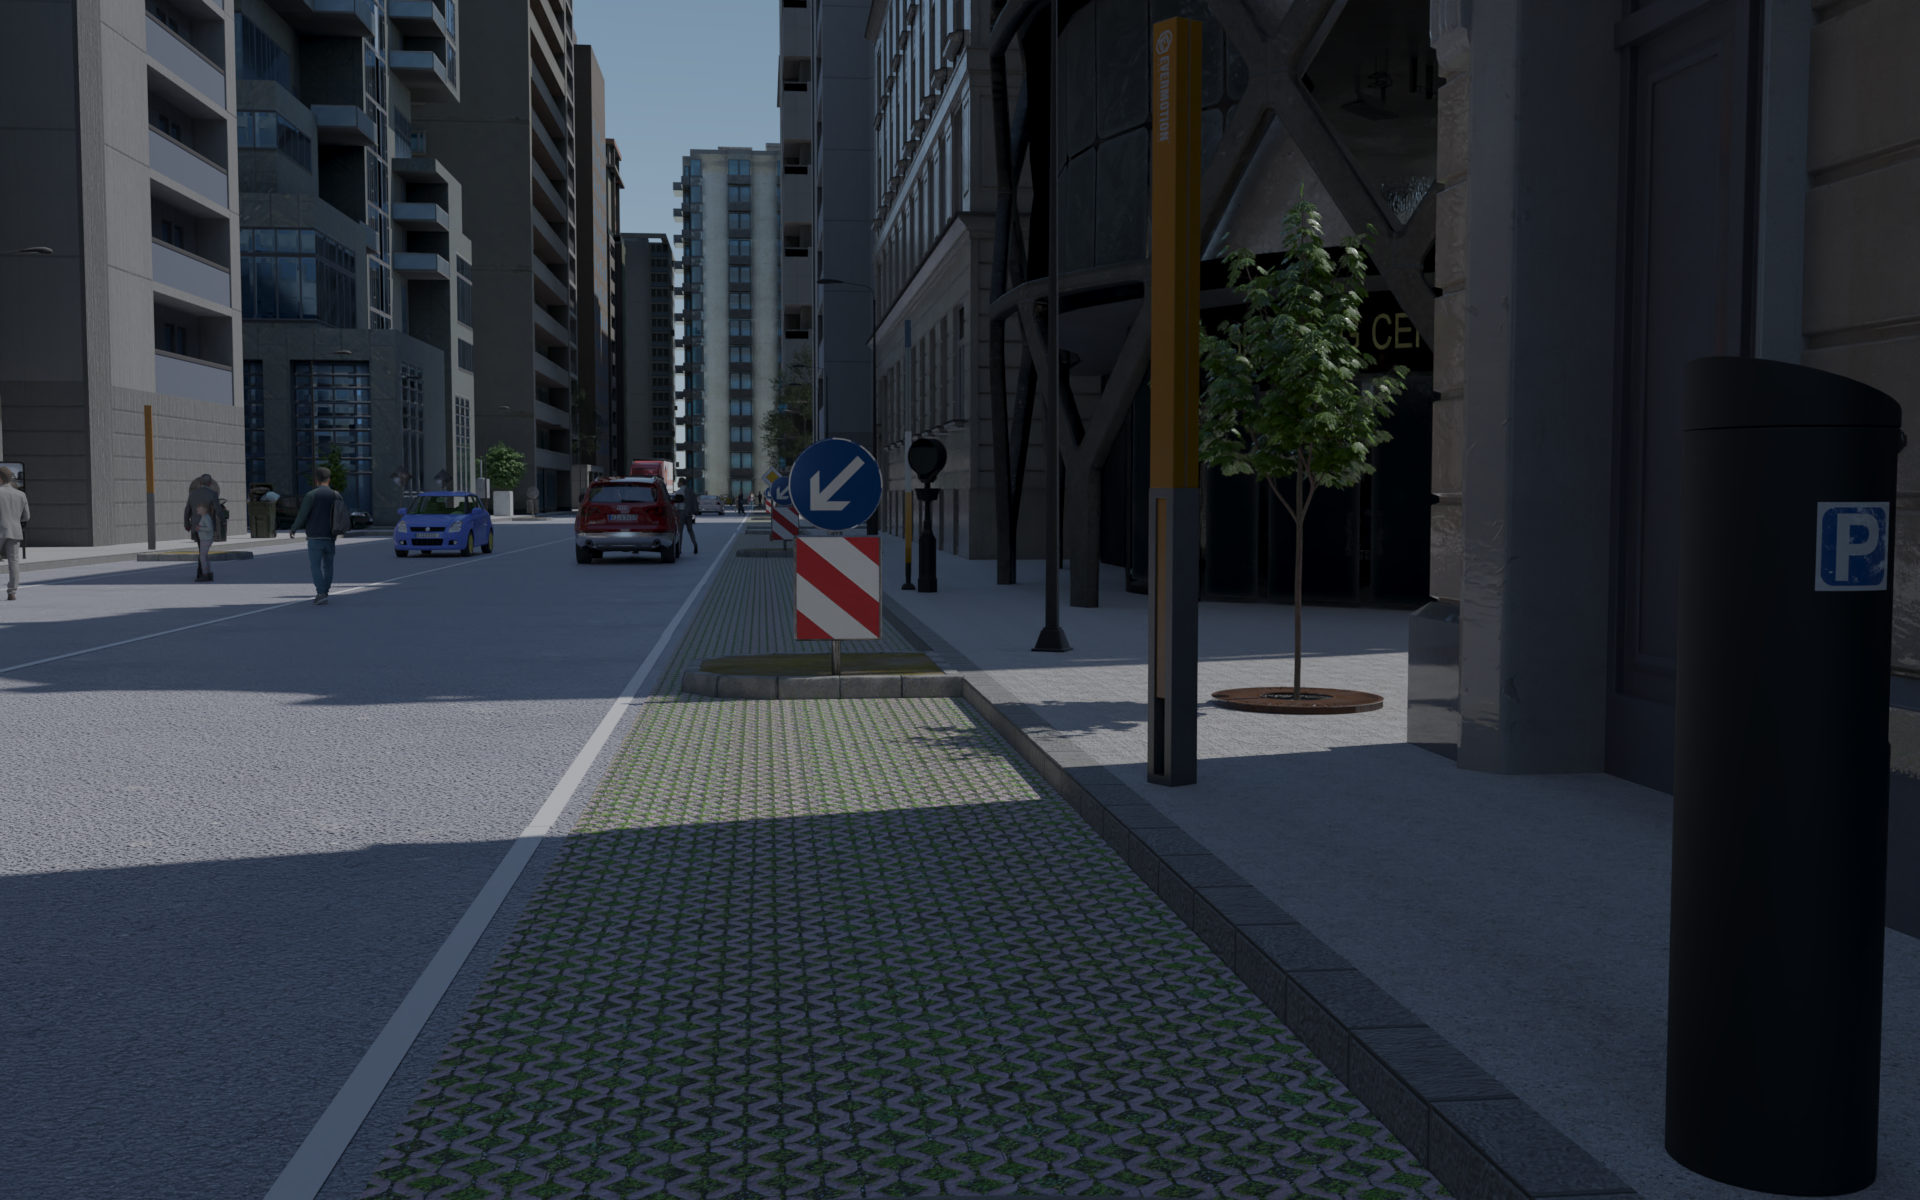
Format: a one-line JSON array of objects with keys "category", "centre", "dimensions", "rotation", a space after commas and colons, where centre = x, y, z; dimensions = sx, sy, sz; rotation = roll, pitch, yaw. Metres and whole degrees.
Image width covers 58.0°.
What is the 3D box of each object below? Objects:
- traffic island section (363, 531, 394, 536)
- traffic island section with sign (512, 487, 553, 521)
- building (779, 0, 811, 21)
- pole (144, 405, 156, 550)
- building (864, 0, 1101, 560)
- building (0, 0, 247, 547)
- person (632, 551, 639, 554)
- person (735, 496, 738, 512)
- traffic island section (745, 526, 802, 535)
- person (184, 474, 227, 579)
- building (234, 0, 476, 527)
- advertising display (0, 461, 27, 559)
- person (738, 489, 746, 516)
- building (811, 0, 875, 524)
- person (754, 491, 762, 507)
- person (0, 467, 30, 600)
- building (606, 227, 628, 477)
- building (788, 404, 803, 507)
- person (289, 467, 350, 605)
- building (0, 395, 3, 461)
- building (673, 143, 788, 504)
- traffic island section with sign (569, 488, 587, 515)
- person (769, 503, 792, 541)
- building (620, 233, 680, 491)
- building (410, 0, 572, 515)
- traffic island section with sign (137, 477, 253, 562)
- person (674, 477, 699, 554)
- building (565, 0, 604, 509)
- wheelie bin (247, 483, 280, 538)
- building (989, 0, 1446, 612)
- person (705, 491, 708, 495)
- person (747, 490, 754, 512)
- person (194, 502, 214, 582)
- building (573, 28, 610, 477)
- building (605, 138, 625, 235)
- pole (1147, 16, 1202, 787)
[{"category": "traffic island section", "centre": [-19.543, -2.344, 60.598], "dimensions": [2.009, 0.180, 2.903], "rotation": [0, 4, -7]}, {"category": "traffic island section with sign", "centre": [-22.933, -5.161, 93.012], "dimensions": [1.989, 1.847, 2.006], "rotation": [0, 4, -7]}, {"category": "building", "centre": [0.496, -32.846, 126.273], "dimensions": [28.713, 52.752, 27.495], "rotation": [0, 4, -7]}, {"category": "pole", "centre": [-18.617, -2.811, 39.809], "dimensions": [0.158, 3.312, 0.155], "rotation": [0, 3, 0]}, {"category": "building", "centre": [5.772, -13.131, 47.982], "dimensions": [16.112, 22.955, 30.059], "rotation": [0, 4, -7]}, {"category": "building", "centre": [-36.000, -30.891, 47.075], "dimensions": [28.212, 58.520, 21.231], "rotation": [0, 4, -7]}, {"category": "person", "centre": [-7.868, -2.033, 41.868], "dimensions": [0.709, 1.813, 0.853], "rotation": [-3, 4, -37]}, {"category": "person", "centre": [-17.712, -7.636, 137.616], "dimensions": [0.475, 1.303, 0.640], "rotation": [2, 4, 28]}, {"category": "traffic island section", "centre": [-6.685, -2.433, 62.060], "dimensions": [2.009, 0.180, 2.903], "rotation": [0, 4, -7]}, {"category": "person", "centre": [-12.839, -1.262, 29.531], "dimensions": [0.661, 1.777, 0.834], "rotation": [0, 4, 1]}, {"category": "building", "centre": [-34.887, -46.901, 79.508], "dimensions": [22.319, 86.520, 31.000], "rotation": [0, 4, -7]}, {"category": "advertising display", "centre": [-18.848, -1.756, 33.932], "dimensions": [0.974, 1.923, 0.123], "rotation": [-2, 4, -35]}, {"category": "person", "centre": [-14.605, -6.521, 115.544], "dimensions": [0.576, 1.772, 0.534], "rotation": [2, 4, 32]}, {"category": "building", "centre": [7.555, -32.848, 79.064], "dimensions": [28.212, 58.520, 21.231], "rotation": [0, 4, -7]}, {"category": "person", "centre": [-22.186, -11.107, 190.622], "dimensions": [0.750, 1.759, 0.617], "rotation": [-2, 4, -31]}, {"category": "person", "centre": [-12.956, -0.900, 23.413], "dimensions": [0.583, 1.804, 0.606], "rotation": [2, 4, 31]}, {"category": "building", "centre": [-43.214, -25.266, 184.795], "dimensions": [14.160, 30.474, 14.107], "rotation": [0, 4, -7]}, {"category": "building", "centre": [-5.873, -33.254, 167.402], "dimensions": [21.300, 48.544, 21.600], "rotation": [0, 4, -7]}, {"category": "person", "centre": [-8.331, -0.843, 22.636], "dimensions": [0.721, 1.781, 0.623], "rotation": [2, 4, 31]}, {"category": "building", "centre": [-26.997, -15.751, 29.233], "dimensions": [14.160, 30.474, 14.107], "rotation": [0, 4, -7]}, {"category": "building", "centre": [-23.816, -37.890, 239.115], "dimensions": [30.456, 49.044, 23.786], "rotation": [0, 4, -7]}, {"category": "traffic island section with sign", "centre": [-26.056, -6.831, 120.315], "dimensions": [1.989, 1.847, 2.006], "rotation": [0, 4, -7]}, {"category": "person", "centre": [-5.351, -2.662, 52.124], "dimensions": [0.778, 1.811, 0.616], "rotation": [-3, 5, -40]}, {"category": "building", "centre": [-51.679, -33.544, 240.332], "dimensions": [23.993, 40.220, 32.217], "rotation": [0, 4, -7]}, {"category": "building", "centre": [-38.009, -30.035, 114.770], "dimensions": [21.300, 48.544, 21.600], "rotation": [0, 4, -7]}, {"category": "traffic island section with sign", "centre": [-16.604, -1.784, 37.792], "dimensions": [1.989, 1.847, 2.006], "rotation": [0, 4, -7]}, {"category": "person", "centre": [-6.555, -2.011, 41.487], "dimensions": [0.679, 1.850, 0.850], "rotation": [-3, 5, -44]}, {"category": "building", "centre": [-42.352, -43.620, 151.439], "dimensions": [20.563, 71.187, 20.611], "rotation": [0, 4, -7]}, {"category": "wheelie bin", "centre": [-20.249, -2.593, 50.308], "dimensions": [0.980, 1.594, 0.693], "rotation": [0, 4, -4]}, {"category": "building", "centre": [8.686, -9.574, 23.992], "dimensions": [16.820, 18.784, 16.811], "rotation": [0, 4, -7]}, {"category": "person", "centre": [-28.237, -11.273, 193.369], "dimensions": [0.434, 1.755, 0.990], "rotation": [-2, 4, -28]}, {"category": "person", "centre": [-16.860, -7.971, 139.666], "dimensions": [0.563, 1.720, 0.643], "rotation": [-3, 4, -36]}, {"category": "person", "centre": [-12.362, -0.950, 28.313], "dimensions": [0.425, 1.301, 0.394], "rotation": [3, 5, 39]}, {"category": "building", "centre": [-42.218, -31.781, 169.730], "dimensions": [14.600, 45.320, 14.200], "rotation": [0, 4, -7]}, {"category": "building", "centre": [-53.067, -33.675, 205.202], "dimensions": [28.867, 44.769, 22.147], "rotation": [0, 4, -7]}, {"category": "pole", "centre": [0.940, -0.840, 7.581], "dimensions": [0.158, 3.312, 0.155], "rotation": [0, 3, 0]}]
